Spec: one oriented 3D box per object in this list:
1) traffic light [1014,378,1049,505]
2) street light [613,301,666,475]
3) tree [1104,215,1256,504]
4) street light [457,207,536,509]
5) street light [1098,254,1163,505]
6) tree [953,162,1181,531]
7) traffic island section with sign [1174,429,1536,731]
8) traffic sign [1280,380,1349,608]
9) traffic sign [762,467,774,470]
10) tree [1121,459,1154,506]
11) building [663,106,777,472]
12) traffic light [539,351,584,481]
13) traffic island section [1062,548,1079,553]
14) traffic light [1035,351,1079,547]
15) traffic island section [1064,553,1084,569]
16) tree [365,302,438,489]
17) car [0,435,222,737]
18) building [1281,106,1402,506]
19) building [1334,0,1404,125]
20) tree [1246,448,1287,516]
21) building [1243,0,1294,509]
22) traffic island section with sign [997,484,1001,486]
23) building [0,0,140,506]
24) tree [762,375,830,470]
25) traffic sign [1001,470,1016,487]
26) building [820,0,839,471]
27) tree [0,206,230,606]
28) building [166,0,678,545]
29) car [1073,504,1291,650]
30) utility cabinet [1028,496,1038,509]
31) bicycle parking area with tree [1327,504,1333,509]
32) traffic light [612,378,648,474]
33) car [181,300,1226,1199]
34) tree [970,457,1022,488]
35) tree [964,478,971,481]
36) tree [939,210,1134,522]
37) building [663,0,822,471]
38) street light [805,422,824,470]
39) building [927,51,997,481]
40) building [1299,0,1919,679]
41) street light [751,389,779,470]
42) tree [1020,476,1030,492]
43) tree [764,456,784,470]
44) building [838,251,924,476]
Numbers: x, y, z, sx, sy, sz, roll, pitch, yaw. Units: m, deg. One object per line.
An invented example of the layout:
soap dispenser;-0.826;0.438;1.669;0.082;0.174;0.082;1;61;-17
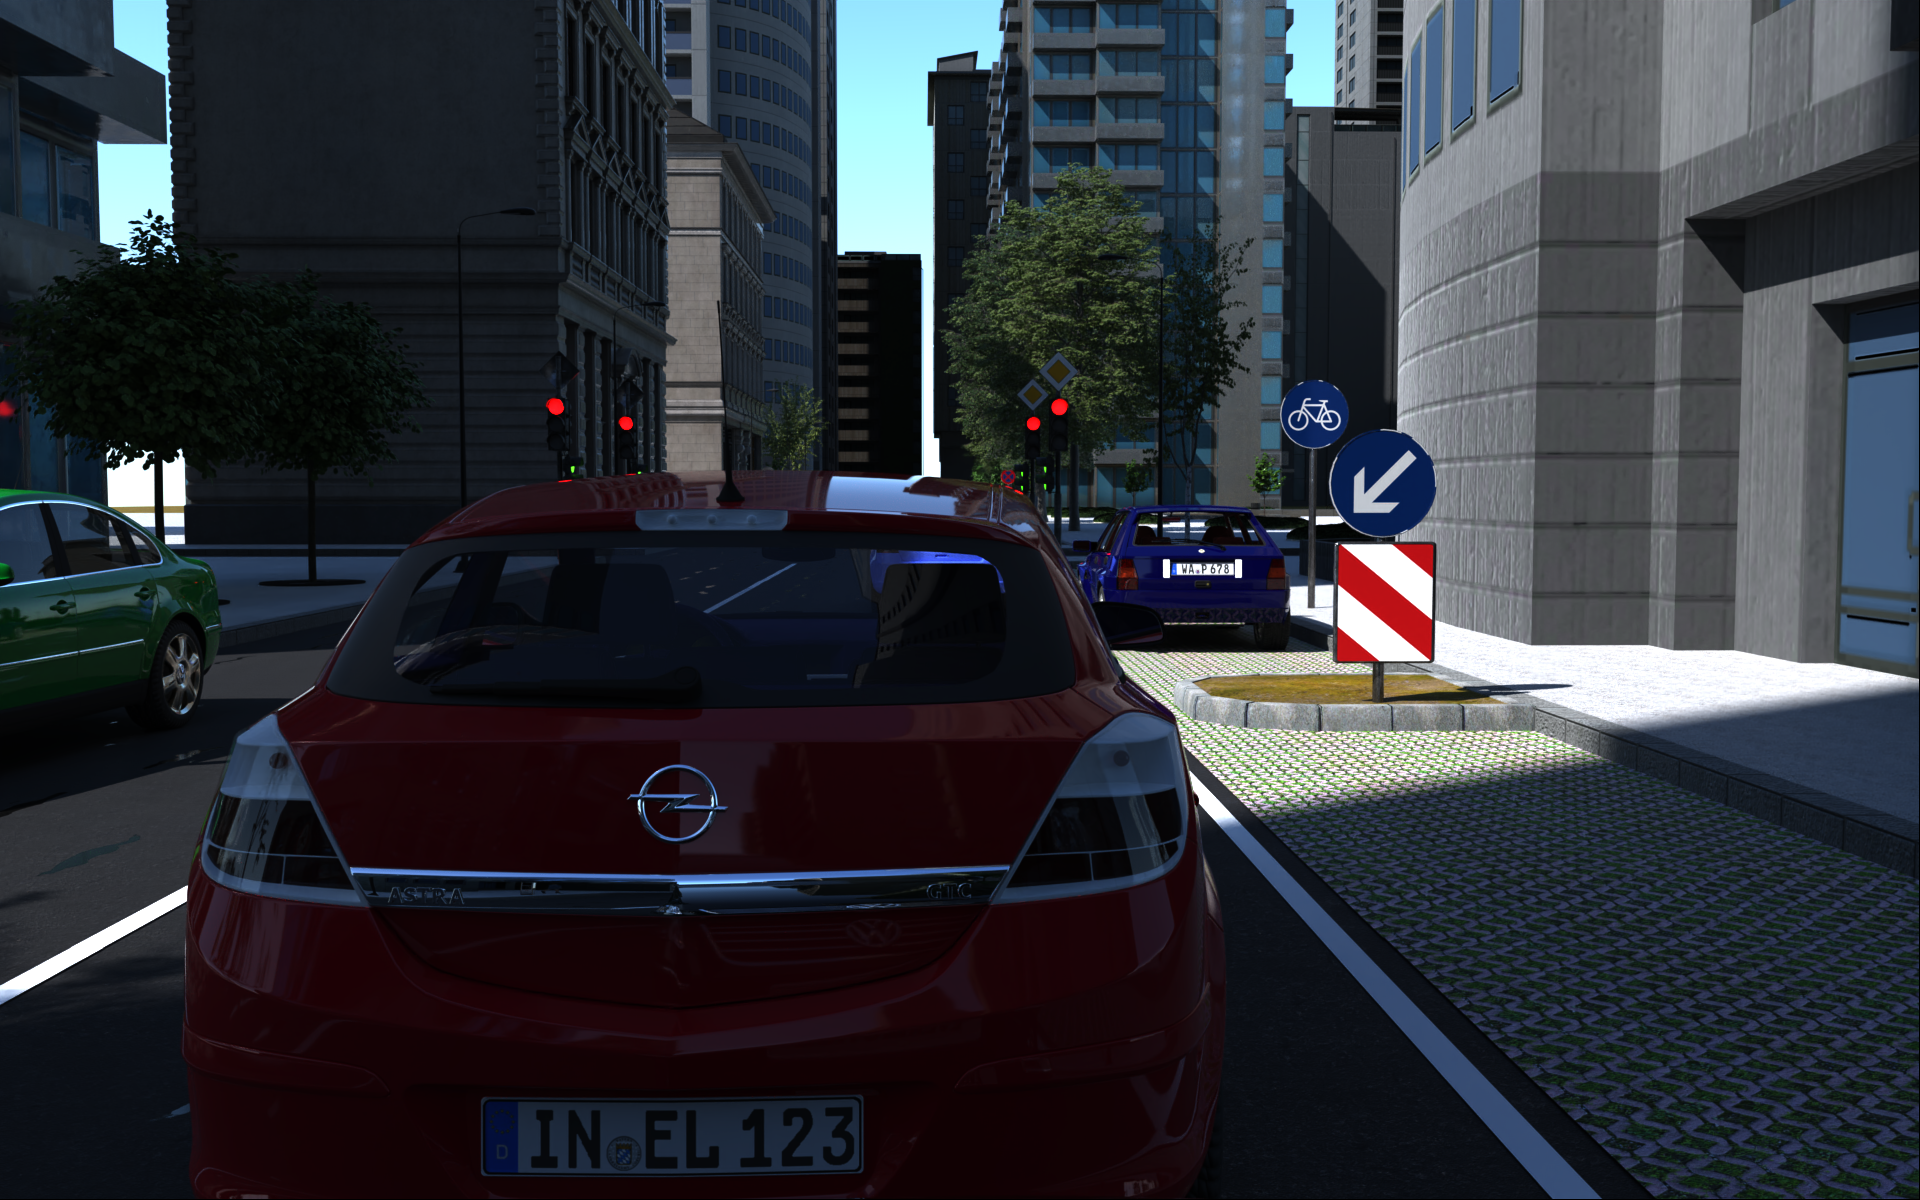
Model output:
traffic light;1.750;-3.259;42.205;0.839;4.253;0.868;0;4;-1
street light;-7.785;-4.241;41.877;1.470;5.913;1.316;0;4;-1
tree;6.043;-5.869;46.317;4.737;8.622;4.395;0;3;0
street light;-7.569;-3.404;28.195;1.470;5.913;1.316;0;4;-1
street light;3.366;-3.739;33.668;1.470;5.913;1.316;0;4;-1
tree;4.276;-8.651;59.577;7.486;12.596;7.792;0;3;0
traffic island section with sign;2.457;-0.166;11.335;1.989;1.847;2.006;0;4;-1
traffic sign;3.952;-1.181;19.407;0.768;2.556;0.104;0;3;0
traffic sign;-8.945;-4.929;80.696;0.768;2.556;0.104;0;4;0
tree;8.643;-5.656;87.074;1.663;3.219;1.824;0;3;0
building;-15.677;-14.187;82.871;10.553;20.767;40.483;0;4;-1
traffic light;-7.839;-2.757;33.998;0.839;4.253;0.868;0;4;-1
traffic island section;1.790;-1.226;42.319;2.009;0.180;2.903;0;4;-1
traffic light;1.920;-2.771;34.221;0.839;4.253;0.868;0;4;-1
traffic island section;1.960;-0.737;34.336;2.009;0.180;2.903;0;4;-1
tree;-9.180;-2.501;24.602;4.285;4.588;4.351;0;3;0
car;-5.659;-0.027;9.239;1.959;1.807;4.718;0;4;1
building;40.045;-30.735;186.118;14.086;41.232;14.154;0;4;-1
building;58.135;-47.323;211.980;20.611;71.187;20.563;0;4;-1
tree;12.756;-4.801;73.104;1.663;3.219;1.824;0;3;0
building;14.676;-32.152;145.291;23.786;49.044;30.456;0;4;-1
traffic island section with sign;1.261;-3.565;66.912;1.989;1.847;2.006;0;4;-1
building;-26.844;-24.359;17.881;30.456;49.044;23.786;0;4;-1
tree;-10.919;-9.583;107.045;4.737;8.622;4.395;0;3;0
traffic sign;2.480;-5.440;89.051;0.768;2.556;0.104;0;4;4
building;-23.502;-45.395;180.462;20.611;71.187;20.563;0;4;-1
tree;-9.143;-2.216;19.939;4.285;4.588;4.351;0;3;0
building;-15.125;-13.686;52.639;11.050;23.489;19.941;0;4;-1
car;2.126;-0.281;17.179;1.945;1.354;3.894;0;4;-1
utility cabinet;2.840;-3.461;67.749;0.306;1.237;1.020;0;4;-6
bicycle parking area with tree;29.139;-7.765;113.959;9.016;4.147;8.231;0;4;2
traffic light;-8.009;-3.245;41.981;0.839;4.253;0.868;0;4;-1
car;-0.454;0.267;4.671;2.155;1.783;4.494;0;4;-1
tree;2.361;-8.680;125.625;4.285;4.588;4.351;0;3;0
tree;0.796;-12.250;194.892;1.663;3.219;1.824;0;3;0
tree;3.690;-10.472;77.873;9.857;13.997;8.962;0;3;0
building;-21.771;-35.963;129.989;21.231;58.520;28.212;0;4;-1
street light;-9.406;-8.491;111.361;1.470;5.913;1.316;0;4;-1
building;9.747;-38.298;215.407;27.495;52.752;28.713;0;4;-1
building;15.285;-28.936;15.111;21.231;58.520;28.212;0;4;-1
street light;-8.680;-6.367;76.639;1.470;5.913;1.316;0;4;-1
tree;3.955;-5.650;86.981;1.663;3.219;1.824;0;3;0
tree;-9.494;-5.747;88.564;1.663;3.219;1.824;0;3;0
building;-11.471;-26.756;209.163;14.107;30.474;14.160;0;4;-1
